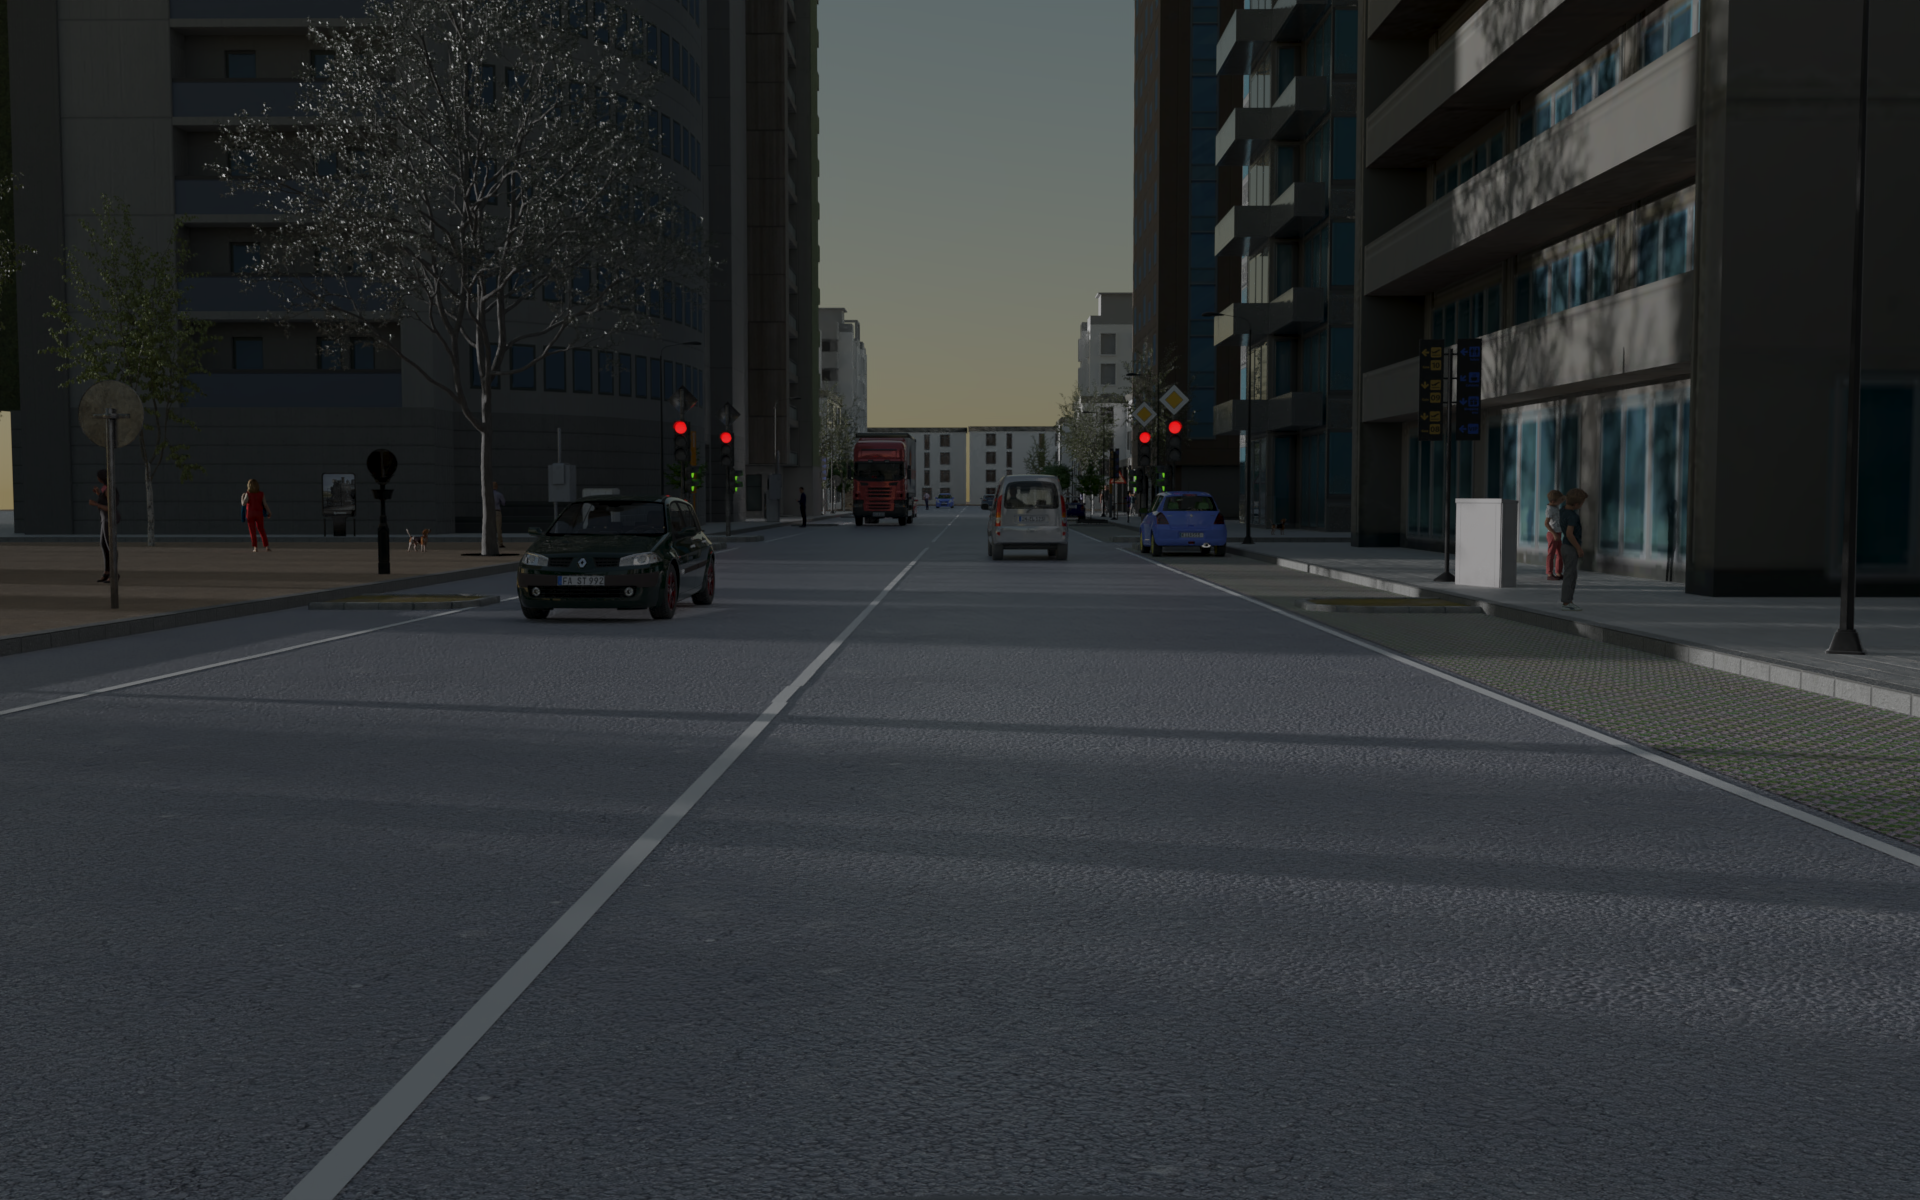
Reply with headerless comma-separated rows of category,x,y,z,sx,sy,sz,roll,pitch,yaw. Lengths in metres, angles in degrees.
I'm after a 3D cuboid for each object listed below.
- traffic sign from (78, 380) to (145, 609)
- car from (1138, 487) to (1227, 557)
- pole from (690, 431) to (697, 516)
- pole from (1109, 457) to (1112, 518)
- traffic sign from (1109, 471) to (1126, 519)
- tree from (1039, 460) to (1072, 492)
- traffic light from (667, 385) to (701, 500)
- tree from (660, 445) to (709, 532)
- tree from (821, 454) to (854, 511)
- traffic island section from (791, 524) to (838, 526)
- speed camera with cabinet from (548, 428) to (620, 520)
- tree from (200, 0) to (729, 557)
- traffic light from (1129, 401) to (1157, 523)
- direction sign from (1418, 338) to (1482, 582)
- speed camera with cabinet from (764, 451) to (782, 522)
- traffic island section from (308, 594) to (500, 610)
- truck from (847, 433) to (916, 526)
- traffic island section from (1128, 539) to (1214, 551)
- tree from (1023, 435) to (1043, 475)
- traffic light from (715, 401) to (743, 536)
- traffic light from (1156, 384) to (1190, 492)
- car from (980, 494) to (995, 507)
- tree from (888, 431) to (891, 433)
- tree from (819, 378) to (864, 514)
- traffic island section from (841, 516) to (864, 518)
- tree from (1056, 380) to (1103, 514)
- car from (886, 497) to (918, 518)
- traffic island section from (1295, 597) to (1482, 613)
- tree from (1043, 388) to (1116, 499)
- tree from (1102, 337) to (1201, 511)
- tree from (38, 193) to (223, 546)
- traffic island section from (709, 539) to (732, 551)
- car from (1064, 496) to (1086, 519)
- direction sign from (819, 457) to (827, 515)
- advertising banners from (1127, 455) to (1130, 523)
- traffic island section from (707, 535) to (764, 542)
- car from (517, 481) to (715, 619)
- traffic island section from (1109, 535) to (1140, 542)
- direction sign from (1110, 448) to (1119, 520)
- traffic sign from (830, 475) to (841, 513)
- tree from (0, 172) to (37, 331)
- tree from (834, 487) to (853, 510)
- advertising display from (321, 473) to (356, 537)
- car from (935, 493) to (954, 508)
traffic sign,-9.472,-1.176,19.334,0.768,2.556,0.104,0,4,4
car,5.190,-1.897,40.610,1.945,1.707,3.694,0,4,0
pole,-8.661,-3.819,56.280,0.158,3.312,0.155,0,3,0
pole,8.182,-6.129,94.045,0.158,3.312,0.155,0,3,0
traffic sign,7.909,-5.317,86.939,0.884,2.594,0.081,0,4,4
tree,9.247,-11.339,169.098,4.285,4.588,4.351,0,3,0
traffic light,-7.118,-3.405,44.597,0.839,4.253,0.868,0,4,1
tree,-9.353,-3.931,58.878,1.663,3.219,1.824,0,3,0
tree,-9.208,-9.228,134.590,4.285,4.588,4.351,0,3,0
traffic island section,-6.475,-3.346,77.581,1.991,0.108,1.994,0,4,1
speed camera with cabinet,-11.272,-3.524,51.961,2.038,3.252,0.660,1,4,9
tree,-9.870,-7.652,35.487,12.009,13.543,11.850,0,3,0
traffic light,5.549,-3.886,52.463,0.839,4.253,0.868,0,4,1
direction sign,7.156,-2.040,25.357,0.876,3.537,0.379,1,4,14
speed camera with cabinet,-8.613,-5.212,79.552,0.660,3.252,2.038,-1,4,-12
traffic island section,-7.072,0.028,22.407,1.991,0.108,1.994,0,4,1
truck,-3.527,-5.681,81.801,2.839,4.237,11.283,0,4,1
traffic island section,5.503,-1.365,44.592,2.009,0.180,2.903,0,4,1
tree,9.395,-15.594,205.322,4.737,8.622,4.395,0,3,0
traffic light,-7.032,-3.894,52.582,0.839,4.253,0.868,0,4,1
traffic light,5.463,-3.398,44.478,0.839,4.253,0.868,0,4,1
car,3.049,-10.037,176.099,2.014,1.417,4.499,0,4,0
tree,-7.588,-15.427,202.598,4.737,8.622,4.395,0,3,0
tree,-8.789,-9.711,109.129,4.360,8.622,3.978,0,3,0
traffic island section,-6.192,-5.038,105.235,1.991,0.108,1.994,0,4,1
tree,8.231,-9.733,109.502,4.360,8.622,3.978,0,3,0
car,-3.597,-5.943,106.201,2.155,1.783,4.494,0,4,1
traffic island section,5.250,0.074,21.661,1.991,0.108,1.994,0,4,1
tree,8.705,-10.447,121.177,4.737,8.622,4.395,0,3,0
tree,9.285,-8.075,82.387,4.360,8.622,3.978,0,3,0
tree,-20.002,-5.627,42.359,4.737,8.622,4.395,0,3,0
traffic island section,-7.158,-1.373,44.732,2.009,0.180,2.903,0,4,1
car,5.808,-4.919,93.006,1.945,1.354,3.894,0,4,1
direction sign,-8.449,-6.924,105.208,0.876,3.537,0.379,2,4,34
advertising banners,7.534,-4.963,77.325,0.090,3.025,2.074,0,4,7
traffic island section,-7.072,-1.862,52.717,2.009,0.180,2.903,0,4,1
car,-4.106,-0.691,21.082,2.009,1.686,4.222,0,4,2
traffic island section,5.589,-1.853,52.576,2.009,0.180,2.903,0,4,1
direction sign,7.672,-5.754,86.081,0.379,3.537,0.876,-2,4,-25
traffic sign,-8.346,-7.083,115.912,0.768,2.556,0.104,1,4,9
tree,-20.081,-5.070,33.256,4.360,8.622,3.978,0,3,0
tree,-9.232,-8.828,138.939,1.663,3.219,1.824,0,3,0
advertising display,-18.727,-2.876,52.233,0.974,1.923,0.123,-2,4,-26
car,-1.515,-10.069,174.217,1.945,1.707,3.694,0,4,2
